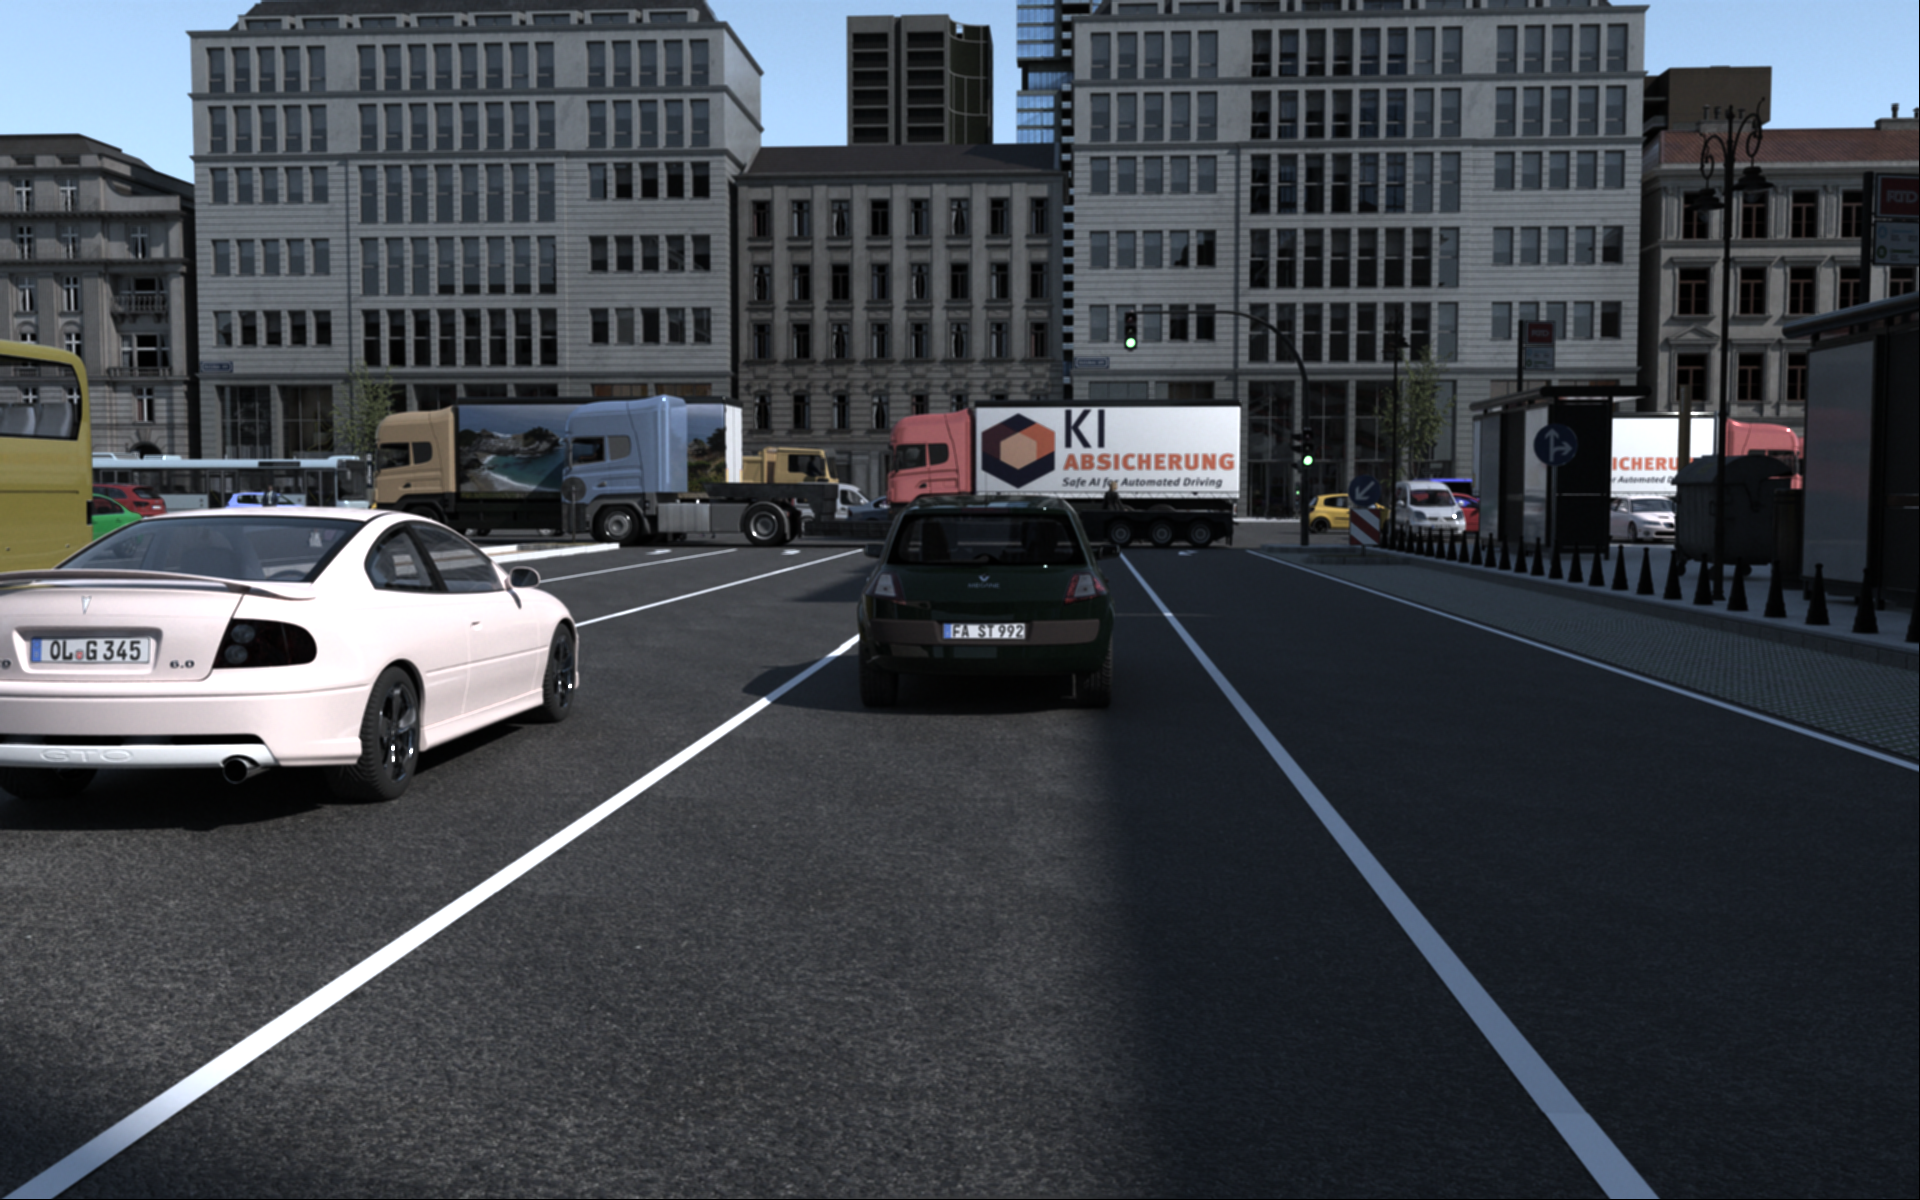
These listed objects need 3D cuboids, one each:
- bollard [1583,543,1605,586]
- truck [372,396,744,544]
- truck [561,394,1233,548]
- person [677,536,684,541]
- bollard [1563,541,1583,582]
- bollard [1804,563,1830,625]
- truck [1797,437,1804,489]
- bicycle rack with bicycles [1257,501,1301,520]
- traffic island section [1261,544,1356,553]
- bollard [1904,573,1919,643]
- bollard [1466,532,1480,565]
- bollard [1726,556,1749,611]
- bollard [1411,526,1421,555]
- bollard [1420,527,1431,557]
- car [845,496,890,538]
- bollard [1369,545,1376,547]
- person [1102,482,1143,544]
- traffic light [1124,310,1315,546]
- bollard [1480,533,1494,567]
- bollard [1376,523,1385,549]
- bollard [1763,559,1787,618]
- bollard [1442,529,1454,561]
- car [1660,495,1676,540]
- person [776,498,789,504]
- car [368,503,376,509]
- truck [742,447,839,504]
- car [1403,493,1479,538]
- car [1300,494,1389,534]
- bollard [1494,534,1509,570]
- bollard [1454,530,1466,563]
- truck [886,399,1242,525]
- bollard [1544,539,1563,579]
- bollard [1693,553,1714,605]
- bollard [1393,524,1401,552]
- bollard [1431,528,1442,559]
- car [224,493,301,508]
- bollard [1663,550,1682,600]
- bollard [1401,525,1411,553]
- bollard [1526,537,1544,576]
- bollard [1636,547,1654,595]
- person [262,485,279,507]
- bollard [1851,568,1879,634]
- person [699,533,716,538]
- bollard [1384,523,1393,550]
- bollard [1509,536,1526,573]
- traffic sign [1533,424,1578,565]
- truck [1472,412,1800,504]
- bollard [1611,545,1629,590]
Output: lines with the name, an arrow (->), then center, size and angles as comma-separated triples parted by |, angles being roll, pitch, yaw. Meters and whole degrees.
bollard -> 8.907, -0.500, 24.217 | 0.229, 0.601, 0.229 | 0, 3, 0
truck -> -12.176, -3.806, 51.148 | 11.283, 4.237, 2.839 | 0, 4, 5
truck -> -2.089, -3.517, 47.262 | 18.799, 4.110, 2.967 | 0, 4, 5
person -> -8.732, -2.725, 53.468 | 0.534, 1.772, 0.576 | 1, 4, 10
bollard -> 8.978, -0.563, 25.241 | 0.229, 0.601, 0.229 | 0, 3, 0
bollard -> 8.441, -0.061, 17.035 | 0.229, 0.601, 0.229 | 0, 3, 0
truck -> 39.462, -5.157, 73.232 | 11.283, 4.237, 2.839 | 0, 4, 2
bicycle rack with bicycles -> 16.126, -4.480, 86.636 | 2.852, 0.926, 2.925 | -2, 4, -30
traffic island section -> 8.563, -1.265, 42.968 | 2.009, 0.180, 2.903 | 0, 4, 4
bollard -> 8.310, 0.065, 14.984 | 0.229, 0.601, 0.229 | 0, 3, 0
bollard -> 9.377, -0.940, 31.412 | 0.229, 0.601, 0.229 | 0, 3, 0
bollard -> 8.575, -0.186, 19.084 | 0.229, 0.601, 0.229 | 0, 3, 0
bollard -> 9.712, -1.255, 36.565 | 0.229, 0.601, 0.229 | 0, 3, 0
bollard -> 9.641, -1.192, 35.532 | 0.229, 0.601, 0.229 | 0, 3, 0
car -> -1.508, -2.731, 56.662 | 4.499, 1.417, 2.014 | 0, 4, 4
bollard -> 10.046, -1.570, 41.707 | 0.229, 0.601, 0.229 | 0, 3, 0
person -> 4.665, -2.555, 50.490 | 0.699, 1.804, 1.509 | -2, 4, -26
traffic light -> 6.431, -4.170, 42.850 | 4.771, 5.953, 1.251 | 0, 4, 4
bollard -> 9.311, -0.877, 30.387 | 0.229, 0.601, 0.229 | 0, 3, 0
bollard -> 9.975, -1.507, 40.682 | 0.229, 0.601, 0.229 | 0, 3, 0
bollard -> 8.508, -0.123, 18.060 | 0.229, 0.601, 0.229 | 0, 3, 0
bollard -> 9.507, -1.066, 33.467 | 0.229, 0.601, 0.229 | 0, 3, 0
car -> 23.997, -2.773, 55.127 | 4.222, 1.686, 2.009 | 0, 4, 3
person -> -7.017, -3.597, 67.869 | 0.434, 1.755, 0.990 | -3, 5, -40
car -> -22.506, -3.761, 71.722 | 3.980, 1.641, 2.015 | 0, 4, 3
truck -> -9.101, -4.668, 72.241 | 9.791, 3.379, 3.469 | 0, 4, 4
car -> 16.393, -2.928, 56.919 | 4.494, 1.783, 2.155 | 0, 4, 4
car -> 14.389, -3.220, 62.863 | 3.980, 1.641, 2.015 | 0, 4, 4
bollard -> 9.237, -0.814, 29.350 | 0.229, 0.601, 0.229 | 0, 3, 0
bollard -> 9.445, -1.003, 32.443 | 0.229, 0.601, 0.229 | 0, 3, 0
truck -> 2.792, -3.899, 52.665 | 11.283, 4.237, 2.839 | 0, 4, 5
bollard -> 9.044, -0.626, 26.270 | 0.229, 0.601, 0.229 | 0, 3, 0
bollard -> 8.640, -0.249, 20.115 | 0.229, 0.601, 0.229 | 0, 3, 0
bollard -> 9.846, -1.382, 38.632 | 0.229, 0.601, 0.229 | 0, 3, 0
bollard -> 9.575, -1.129, 34.495 | 0.229, 0.601, 0.229 | 0, 3, 0
car -> -29.306, -3.911, 73.534 | 3.694, 1.707, 1.945 | 0, 4, 5
bollard -> 8.706, -0.312, 21.139 | 0.229, 0.601, 0.229 | 0, 3, 0
bollard -> 9.779, -1.319, 37.607 | 0.229, 0.601, 0.229 | 0, 3, 0
bollard -> 9.109, -0.688, 27.294 | 0.229, 0.601, 0.229 | 0, 3, 0
bollard -> 8.777, -0.374, 22.163 | 0.229, 0.601, 0.229 | 0, 3, 0
person -> -27.554, -3.695, 69.090 | 0.721, 1.800, 0.419 | -1, 4, -12
bollard -> 8.377, 0.002, 16.008 | 0.229, 0.601, 0.229 | 0, 3, 0
person -> -8.211, -2.712, 56.077 | 0.776, 1.435, 0.726 | 1, 4, 11
bollard -> 9.909, -1.444, 39.656 | 0.229, 0.601, 0.229 | 0, 3, 0
bollard -> 9.177, -0.751, 28.325 | 0.229, 0.601, 0.229 | 0, 3, 0
traffic sign -> 10.765, -1.913, 31.389 | 0.768, 2.556, 0.104 | 1, 4, 9
truck -> 23.761, -4.359, 60.185 | 11.283, 4.237, 2.839 | 0, 4, 3
bollard -> 8.843, -0.437, 23.191 | 0.229, 0.601, 0.229 | 0, 3, 0
